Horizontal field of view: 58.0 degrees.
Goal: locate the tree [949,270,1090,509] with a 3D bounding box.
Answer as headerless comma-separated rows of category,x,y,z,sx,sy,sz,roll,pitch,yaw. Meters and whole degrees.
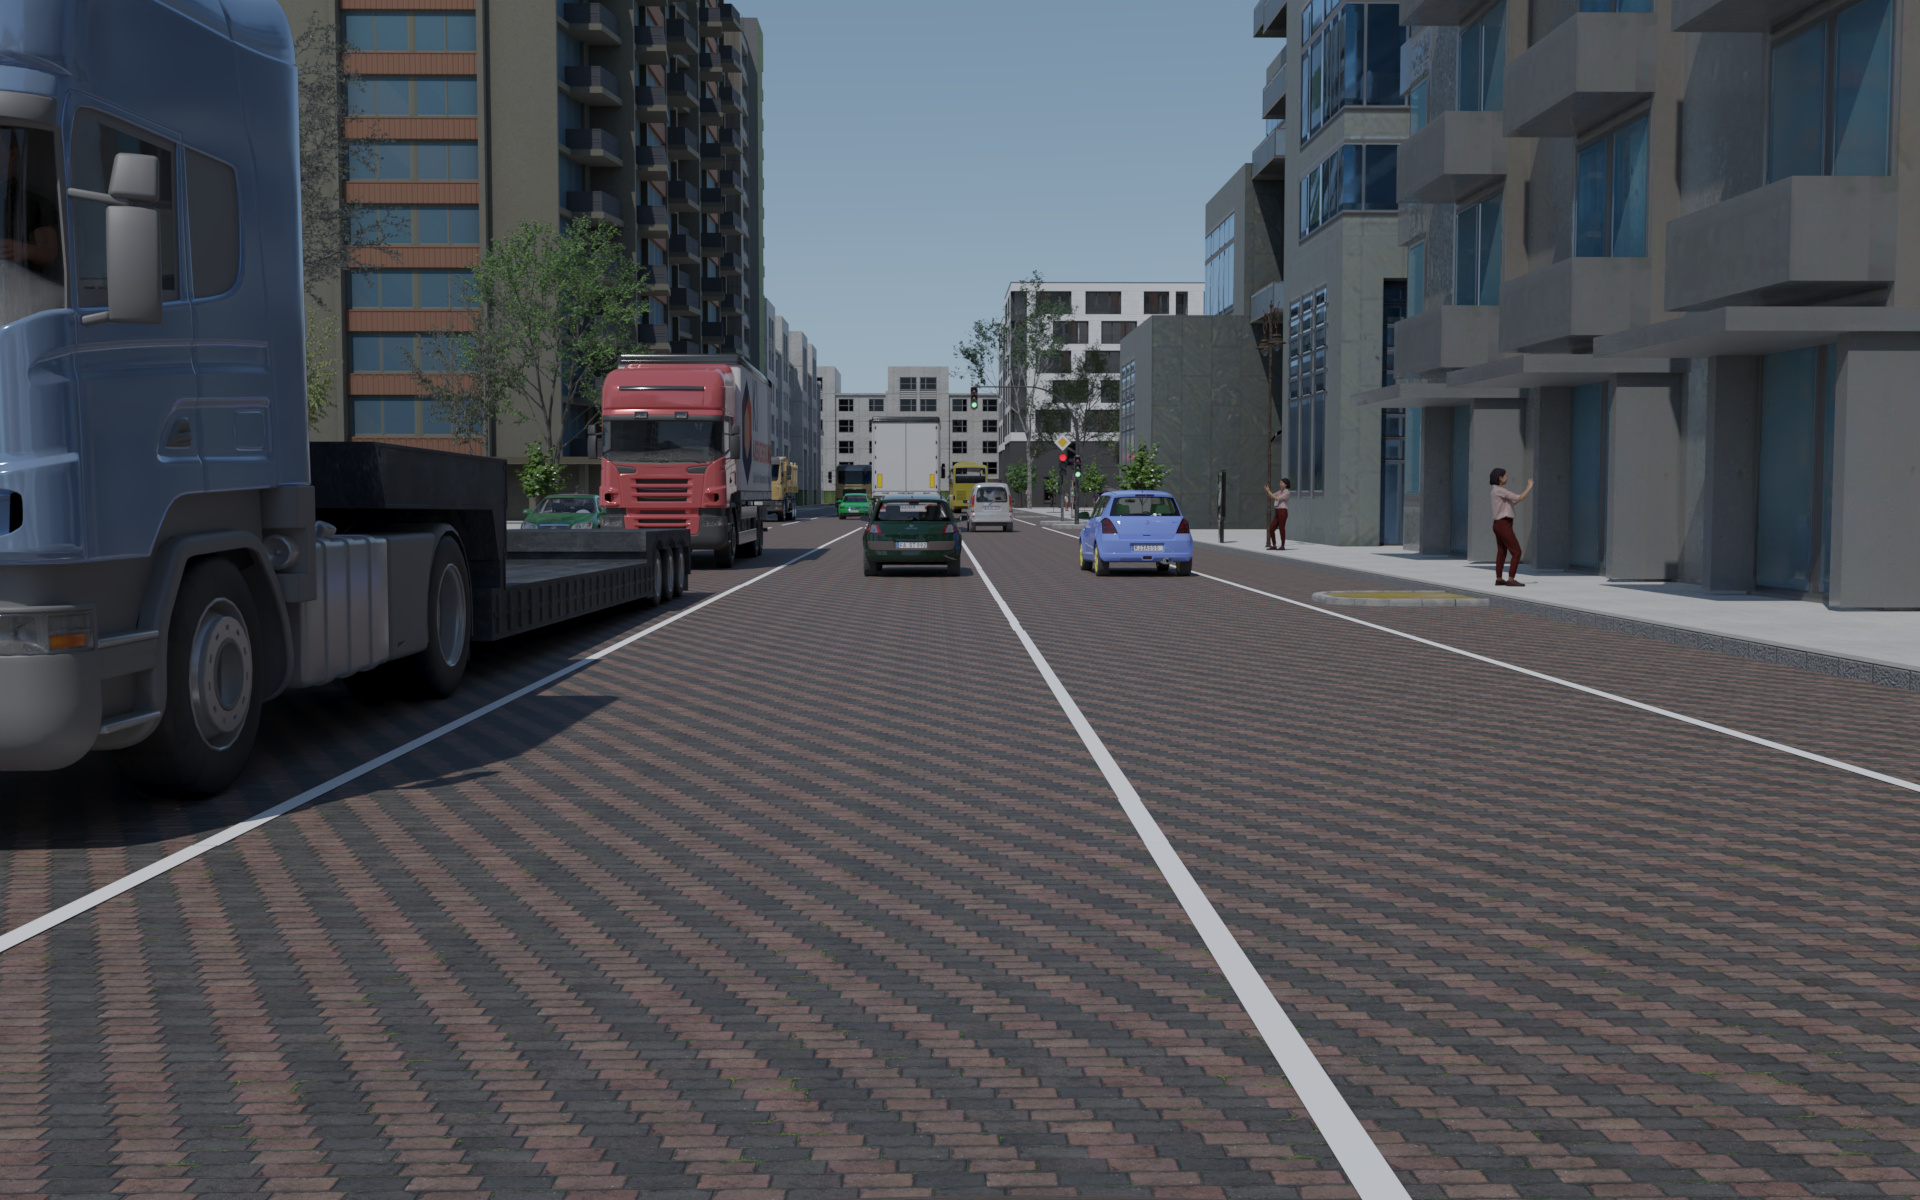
tree,5.366,-17.937,149.154,12.611,20.169,13.585,0,3,0

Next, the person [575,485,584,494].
person,-15.794,-3.934,71.830,0.415,1.643,0.593,0,4,-2

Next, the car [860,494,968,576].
car,-0.844,-1.331,31.542,2.009,1.686,4.222,0,4,0

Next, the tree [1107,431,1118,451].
tree,12.019,-10.178,116.778,4.737,8.622,4.395,0,3,0

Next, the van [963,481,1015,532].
van,1.130,-3.626,66.294,2.013,2.044,4.112,0,4,-2

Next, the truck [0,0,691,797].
truck,-4.831,-1.551,15.125,2.967,4.110,18.799,0,4,-1

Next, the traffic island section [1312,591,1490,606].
traffic island section,5.768,-0.016,23.123,1.991,0.108,1.994,0,4,-1

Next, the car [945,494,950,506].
car,-0.474,-9.721,170.734,2.131,1.459,4.920,0,4,-2

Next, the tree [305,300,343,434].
tree,-24.818,-6.978,64.453,4.737,8.622,4.395,0,3,0

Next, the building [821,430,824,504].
building,-32.102,-17.411,226.816,28.070,9.664,9.099,0,4,-1

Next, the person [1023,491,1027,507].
person,6.251,-9.728,165.901,0.742,1.727,0.445,1,4,21

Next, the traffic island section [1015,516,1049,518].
traffic island section,4.388,-5.064,105.657,1.991,0.108,1.994,0,4,-1

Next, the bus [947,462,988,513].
bus,0.578,-8.595,132.067,2.896,3.916,12.252,0,4,-2

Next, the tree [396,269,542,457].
tree,-15.720,-6.475,56.224,4.360,8.622,3.978,0,3,0

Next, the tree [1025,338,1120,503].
tree,7.314,-10.348,103.607,7.601,10.594,8.767,1,4,21

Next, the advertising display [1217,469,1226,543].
advertising display,6.871,-2.464,45.502,0.123,1.923,0.974,0,4,3

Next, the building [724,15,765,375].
building,-23.944,-28.172,144.205,14.154,41.232,14.086,0,4,-1

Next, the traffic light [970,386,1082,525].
traffic light,2.807,-5.997,72.721,4.771,5.953,1.251,0,4,-1

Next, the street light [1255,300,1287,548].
street light,7.413,-4.199,41.434,0.468,5.910,1.993,0,4,-1

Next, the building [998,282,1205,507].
building,18.540,-20.757,183.354,27.936,21.610,32.646,0,4,-1

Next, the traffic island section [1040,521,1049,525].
traffic island section,4.803,-3.591,80.996,2.009,0.180,2.903,0,4,-1

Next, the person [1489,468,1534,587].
person,7.683,-1.018,24.147,0.566,1.644,0.517,3,5,44

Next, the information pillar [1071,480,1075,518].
information pillar,6.105,-5.382,92.486,0.304,2.012,0.304,-1,4,-11

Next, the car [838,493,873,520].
car,-5.917,-5.485,98.469,1.959,1.807,4.718,0,3,0

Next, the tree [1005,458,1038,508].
tree,5.747,-10.777,159.922,4.285,4.588,4.351,0,3,0

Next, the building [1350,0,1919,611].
building,19.925,-24.838,25.717,23.786,49.044,30.456,0,4,-1

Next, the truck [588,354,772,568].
truck,-5.674,-2.939,36.960,2.839,4.237,11.283,0,4,-2

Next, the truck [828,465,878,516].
truck,-6.867,-7.370,116.421,3.469,3.379,9.791,0,4,0

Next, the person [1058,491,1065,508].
person,9.235,-9.285,158.295,0.568,1.767,0.683,3,4,36

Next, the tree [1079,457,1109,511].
tree,6.956,-5.805,89.505,1.663,3.219,1.824,0,3,0

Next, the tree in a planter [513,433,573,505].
tree in a planter,-12.486,-3.305,51.267,1.991,3.239,1.994,0,4,-1

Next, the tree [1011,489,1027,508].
tree,5.649,-10.346,163.757,1.663,3.219,1.824,0,3,0

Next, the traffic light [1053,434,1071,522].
traffic light,4.763,-5.624,80.881,0.839,4.253,0.868,0,4,-1

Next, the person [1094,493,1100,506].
person,8.944,-6.380,112.568,0.471,1.553,0.569,0,4,-5

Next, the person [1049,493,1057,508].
person,8.840,-9.675,165.054,0.721,1.723,1.217,3,5,44

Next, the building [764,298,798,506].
building,-26.003,-18.675,171.787,16.747,18.905,31.486,0,4,-1

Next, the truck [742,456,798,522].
truck,-10.279,-5.843,91.452,3.469,3.379,9.791,0,3,0

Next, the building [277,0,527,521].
building,-26.076,-26.829,93.283,22.147,44.769,28.867,0,4,-1

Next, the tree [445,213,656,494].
tree,-15.191,-8.500,64.728,9.928,11.665,9.643,0,3,0

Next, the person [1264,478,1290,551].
person,7.196,-1.946,39.327,0.566,1.644,0.517,2,4,26

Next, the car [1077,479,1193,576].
car,3.139,-1.337,31.447,1.945,1.707,3.694,0,4,-2

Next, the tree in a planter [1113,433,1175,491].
tree in a planter,5.315,-3.255,50.433,1.991,3.239,1.994,0,4,-1

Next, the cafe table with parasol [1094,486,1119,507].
cafe table with parasol,11.355,-8.032,136.196,2.610,1.966,2.610,0,4,3

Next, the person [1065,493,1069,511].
person,8.022,-7.319,129.624,0.340,1.345,0.435,1,4,10

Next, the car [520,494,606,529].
car,-9.672,-1.918,43.154,2.131,1.459,4.920,0,4,-2

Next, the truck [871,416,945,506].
truck,-1.997,-4.845,68.132,2.839,4.237,11.283,0,4,0

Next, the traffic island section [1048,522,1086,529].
traffic island section,4.938,-3.103,73.012,2.009,0.180,2.903,0,4,-1

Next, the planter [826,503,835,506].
planter,-15.183,-11.569,210.292,1.991,0.319,1.994,0,4,-1

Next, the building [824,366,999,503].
building,-10.121,-23.346,248.169,31.486,18.905,16.747,0,4,-1

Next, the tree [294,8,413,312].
tree,-15.342,-7.479,32.649,12.009,13.543,11.850,0,3,0

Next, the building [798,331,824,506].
building,-25.741,-20.622,203.629,16.747,18.905,31.486,0,4,-1

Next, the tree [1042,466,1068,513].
tree,6.354,-7.602,118.890,1.663,3.219,1.824,0,3,0

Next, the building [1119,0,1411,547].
building,18.133,-45.416,55.218,22.319,86.520,31.000,0,4,-1

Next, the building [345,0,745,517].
building,-27.196,-28.623,122.603,22.147,44.769,28.867,0,4,-1

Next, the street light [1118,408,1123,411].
street light,6.913,-6.103,72.567,0.468,5.910,1.993,0,4,-1
